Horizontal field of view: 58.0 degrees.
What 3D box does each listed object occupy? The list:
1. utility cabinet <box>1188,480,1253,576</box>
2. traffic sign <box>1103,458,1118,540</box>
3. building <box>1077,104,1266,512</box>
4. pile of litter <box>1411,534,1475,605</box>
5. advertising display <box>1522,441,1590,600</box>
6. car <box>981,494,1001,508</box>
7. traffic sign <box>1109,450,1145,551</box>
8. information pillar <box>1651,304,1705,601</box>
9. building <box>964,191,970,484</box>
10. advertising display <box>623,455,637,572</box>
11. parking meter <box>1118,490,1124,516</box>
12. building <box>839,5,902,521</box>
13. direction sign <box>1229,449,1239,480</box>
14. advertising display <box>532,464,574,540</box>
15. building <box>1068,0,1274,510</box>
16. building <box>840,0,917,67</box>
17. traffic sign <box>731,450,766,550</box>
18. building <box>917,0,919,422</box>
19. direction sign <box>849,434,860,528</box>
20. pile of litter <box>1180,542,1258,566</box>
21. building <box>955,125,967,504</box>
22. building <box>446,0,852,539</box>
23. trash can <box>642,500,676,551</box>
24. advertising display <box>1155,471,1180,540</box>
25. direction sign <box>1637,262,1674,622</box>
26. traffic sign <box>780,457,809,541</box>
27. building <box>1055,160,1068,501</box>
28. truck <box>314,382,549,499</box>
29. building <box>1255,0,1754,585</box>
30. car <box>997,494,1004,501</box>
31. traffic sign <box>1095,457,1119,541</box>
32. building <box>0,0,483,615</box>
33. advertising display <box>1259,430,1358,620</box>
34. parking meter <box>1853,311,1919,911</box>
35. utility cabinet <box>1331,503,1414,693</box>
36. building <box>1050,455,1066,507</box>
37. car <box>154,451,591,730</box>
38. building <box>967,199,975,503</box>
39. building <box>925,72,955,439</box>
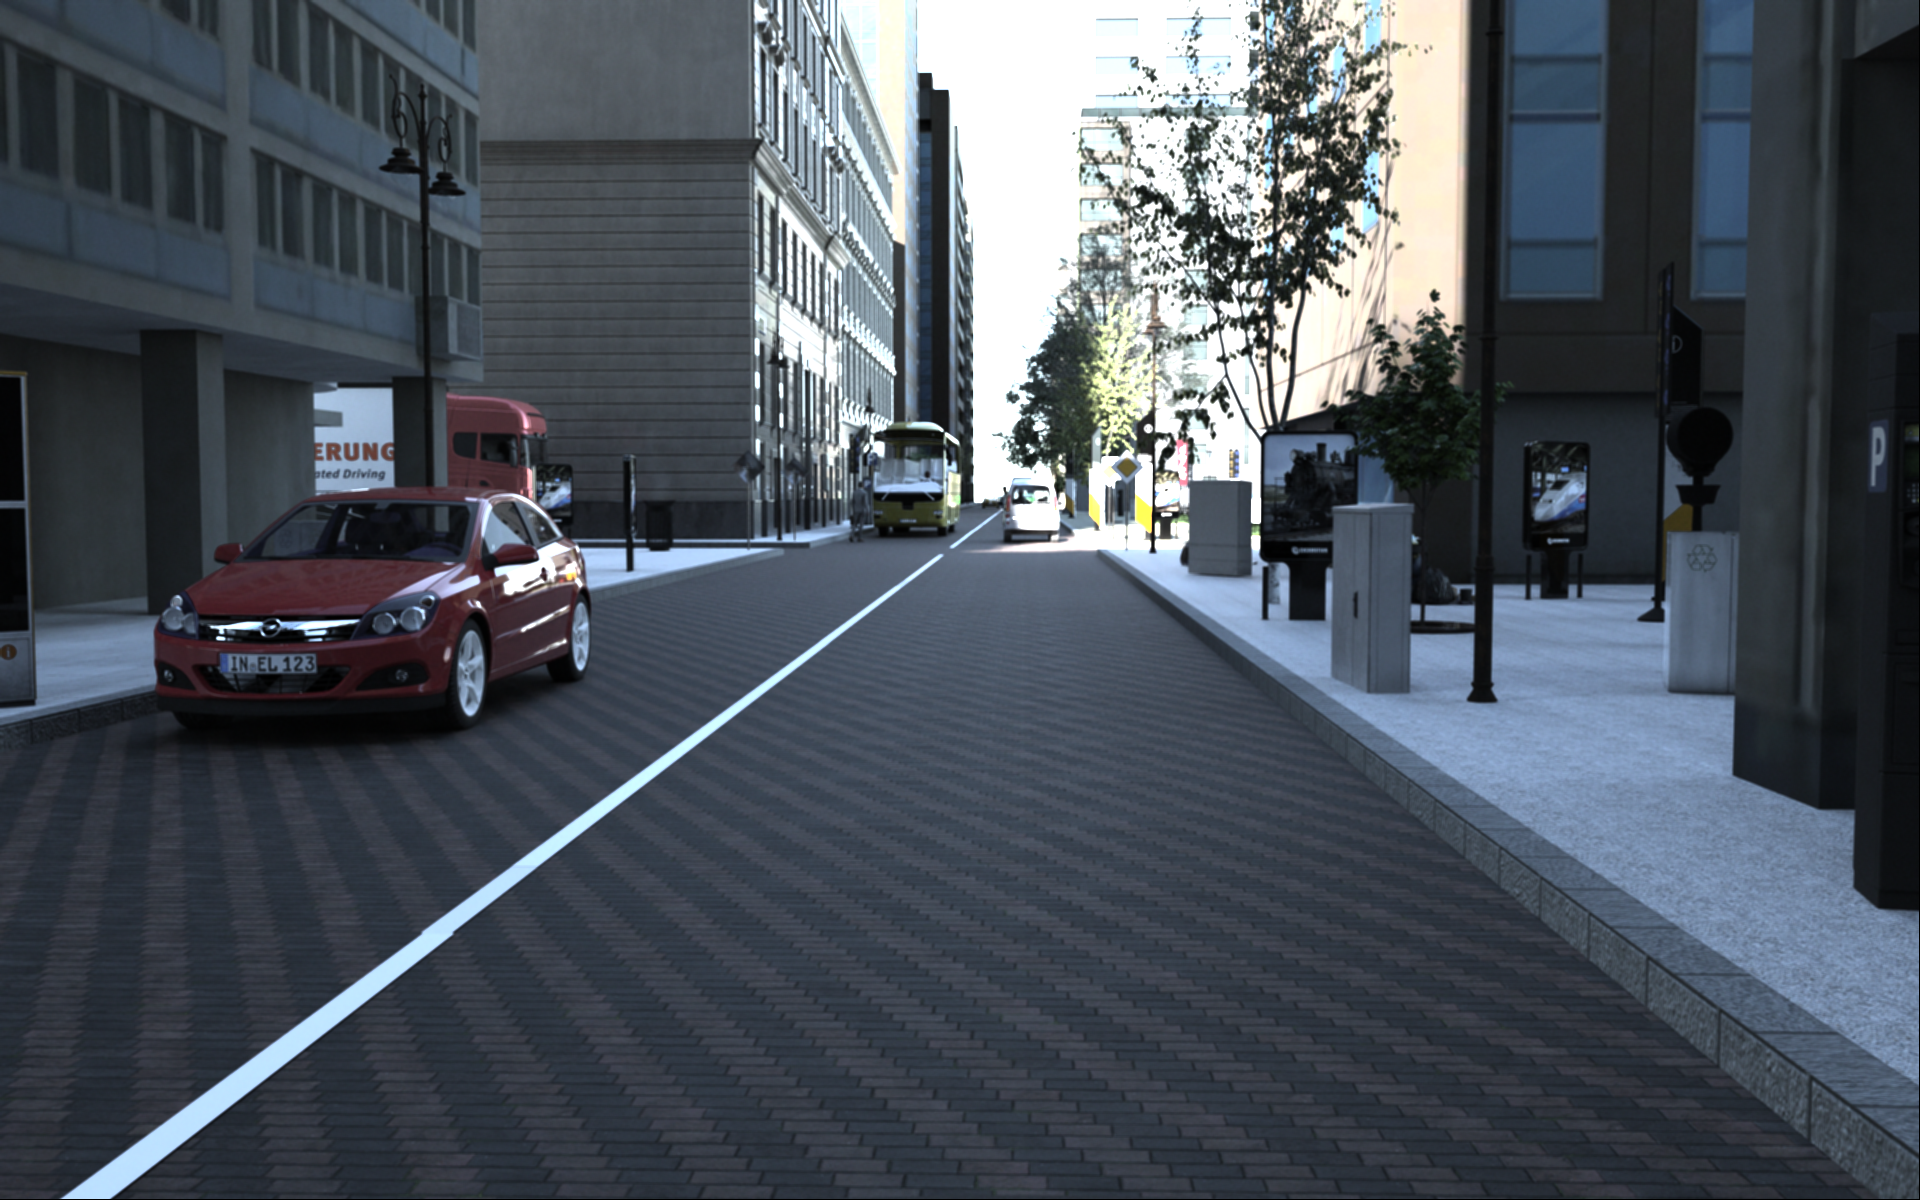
[{"bbox_3d":[4.094,-1.134,27.221,0.318,1.500,1.173,-2,4,-32],"label":"utility cabinet"},{"bbox_3d":[4.302,-2.839,48.543,0.606,2.300,0.079,0,4,8],"label":"traffic sign"},{"bbox_3d":[15.957,-22.072,132.575,14.160,30.474,14.107,0,4,2],"label":"building"},{"bbox_3d":[5.437,-0.408,20.631,1.176,0.858,1.719,-2,4,-31],"label":"pile of litter"},{"bbox_3d":[7.287,-0.976,21.178,0.974,1.923,0.123,-2,4,-26],"label":"advertising display"},{"bbox_3d":[3.125,-10.105,175.442,2.015,1.641,3.980,0,4,2],"label":"car"},{"bbox_3d":[3.767,-2.171,39.134,0.795,2.450,0.064,0,4,2],"label":"traffic sign"},{"bbox_3d":[8.557,-1.789,20.603,0.183,3.616,0.504,-3,5,-45],"label":"information pillar"},{"bbox_3d":[-9.943,-36.030,243.722,22.147,44.769,28.867,0,4,2],"label":"building"},{"bbox_3d":[-5.519,-1.454,28.986,0.123,1.923,0.974,0,4,-5],"label":"advertising display"},{"bbox_3d":[9.278,-5.588,99.778,0.372,1.533,0.369,0,3,0],"label":"parking meter"},{"bbox_3d":[-13.011,-19.486,95.015,17.030,29.872,44.131,0,4,2],"label":"building"},{"bbox_3d":[13.737,-5.810,86.993,0.379,3.537,0.876,3,5,41],"label":"direction sign"},{"bbox_3d":[-8.709,-1.949,37.077,0.123,1.923,0.974,3,5,40],"label":"advertising display"},{"bbox_3d":[20.046,-37.352,152.705,21.231,58.520,28.212,0,4,2],"label":"building"},{"bbox_3d":[-10.518,-29.310,129.335,14.600,45.320,14.200,0,4,2],"label":"building"},{"bbox_3d":[-4.820,-2.191,39.466,0.795,2.450,0.064,0,4,2],"label":"traffic sign"},{"bbox_3d":[-12.308,-44.773,170.288,20.563,71.187,20.611,0,4,2],"label":"building"},{"bbox_3d":[-3.970,-4.481,65.260,0.379,3.537,0.876,1,4,20],"label":"direction sign"},{"bbox_3d":[4.693,-1.059,31.286,1.719,0.858,1.176,-2,4,-25],"label":"pile of litter"},{"bbox_3d":[-10.487,-36.320,217.529,21.300,48.544,21.600,0,4,2],"label":"building"},{"bbox_3d":[-11.015,-16.097,60.444,12.463,27.353,25.104,0,4,2],"label":"building"},{"bbox_3d":[-6.787,-1.679,39.104,0.748,1.137,0.748,0,3,0],"label":"trash can"},{"bbox_3d":[5.733,-2.636,48.307,0.974,1.923,0.123,-3,4,-36],"label":"advertising display"},{"bbox_3d":[7.044,-1.553,17.384,0.379,3.537,0.876,1,4,14],"label":"direction sign"},{"bbox_3d":[-4.530,-2.679,47.446,0.795,2.450,0.064,0,4,2],"label":"traffic sign"},{"bbox_3d":[18.872,-32.456,214.244,14.154,41.232,14.086,0,4,2],"label":"building"},{"bbox_3d":[-15.424,-3.338,43.494,11.283,4.237,2.839,0,4,1],"label":"truck"},{"bbox_3d":[13.154,-23.216,29.695,14.600,45.320,14.200,0,4,2],"label":"building"},{"bbox_3d":[6.704,-16.023,270.778,1.959,1.807,4.718,0,4,1],"label":"car"},{"bbox_3d":[4.058,-2.659,47.113,0.795,2.450,0.064,0,4,2],"label":"traffic sign"},{"bbox_3d":[-19.110,-20.045,19.612,23.993,40.220,32.217,0,4,2],"label":"building"},{"bbox_3d":[3.537,-0.757,17.593,0.974,1.923,0.123,1,4,10],"label":"advertising display"},{"bbox_3d":[2.994,0.019,5.406,0.255,1.863,0.399,1,4,14],"label":"parking meter"},{"bbox_3d":[2.744,-0.028,11.618,0.306,1.237,1.020,0,4,-1],"label":"utility cabinet"},{"bbox_3d":[26.350,-23.915,236.042,27.650,21.520,28.899,0,4,2],"label":"building"},{"bbox_3d":[-3.829,-0.174,11.888,2.155,1.783,4.494,0,4,2],"label":"car"},{"bbox_3d":[-8.679,-39.507,269.643,21.300,48.544,21.600,0,4,2],"label":"building"},{"bbox_3d":[-7.737,-32.921,188.373,14.600,45.320,14.200,0,4,2],"label":"building"}]
